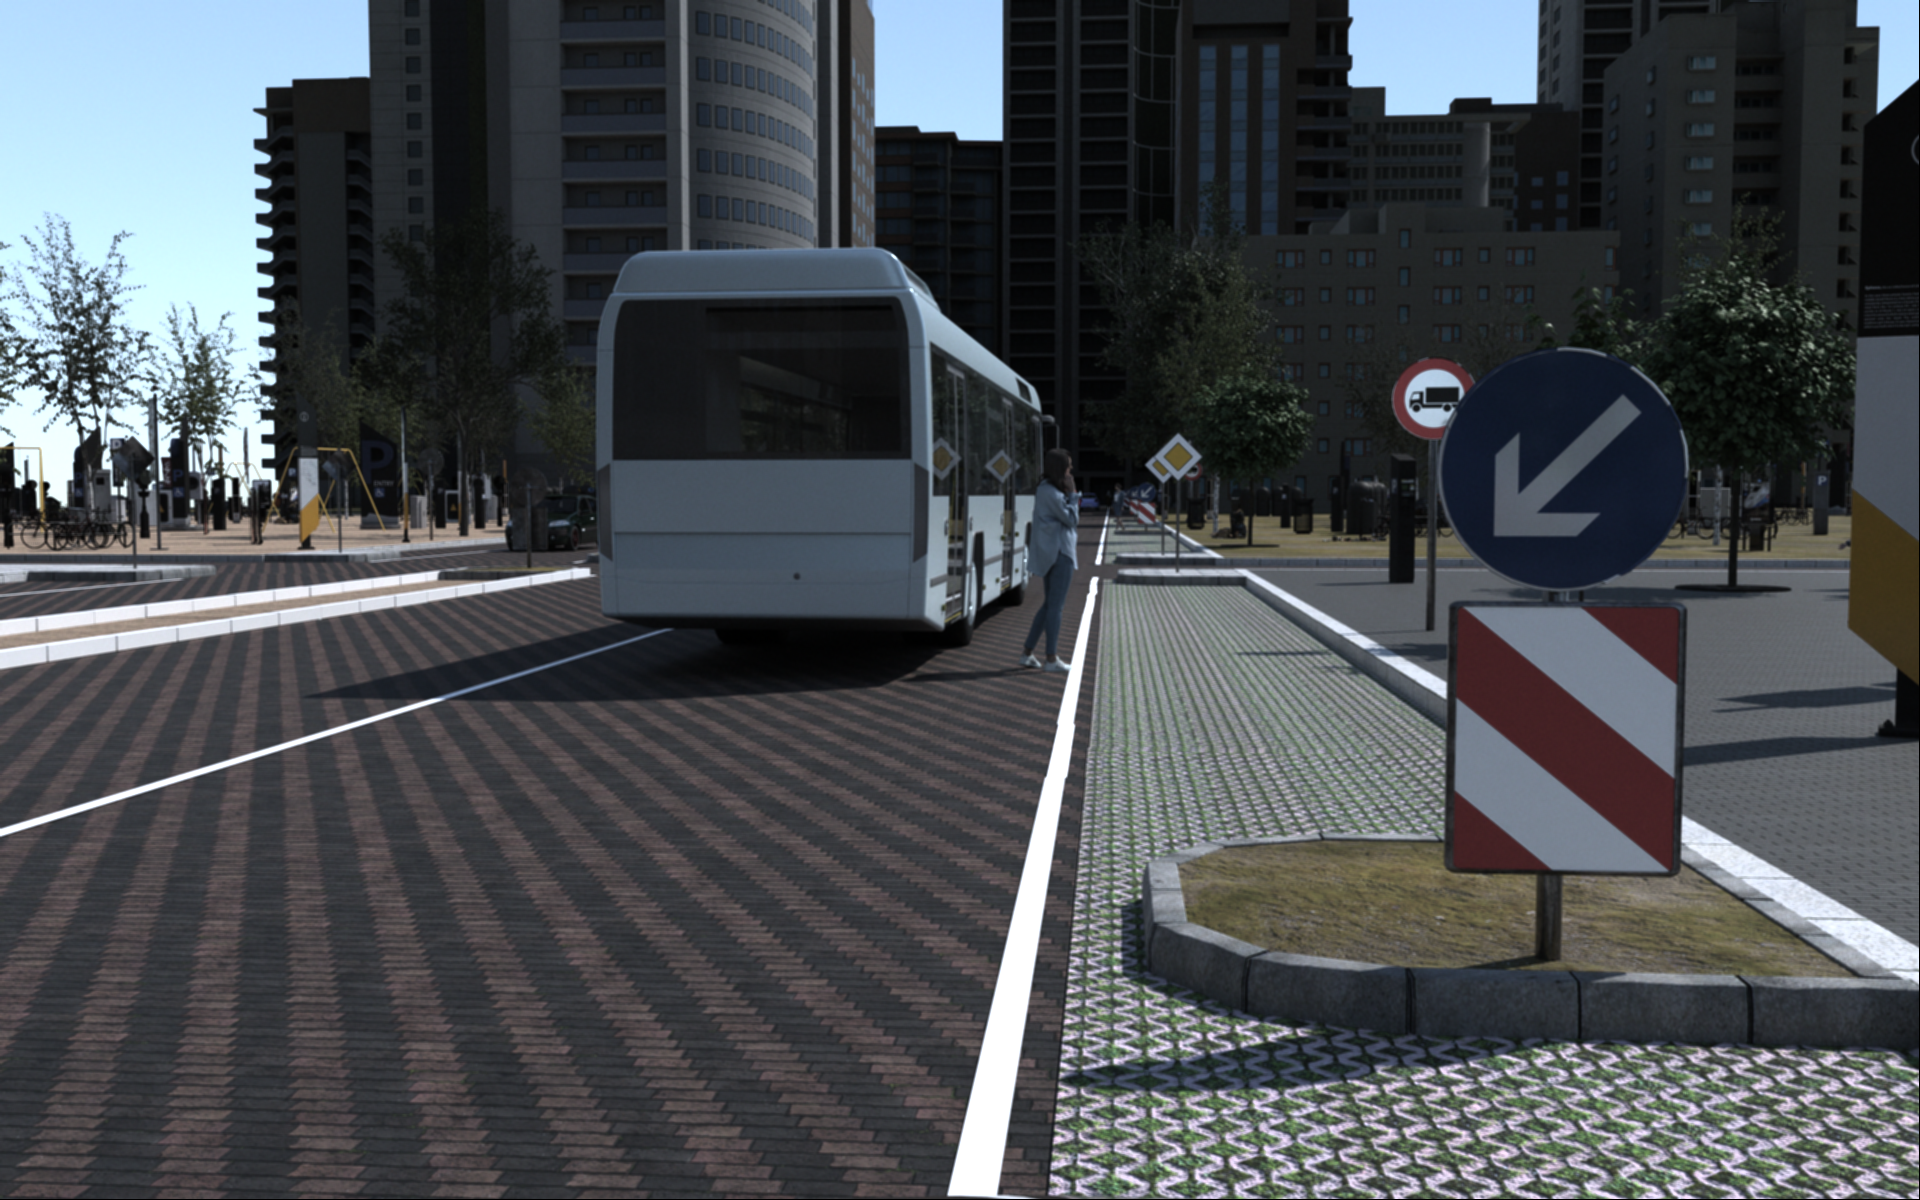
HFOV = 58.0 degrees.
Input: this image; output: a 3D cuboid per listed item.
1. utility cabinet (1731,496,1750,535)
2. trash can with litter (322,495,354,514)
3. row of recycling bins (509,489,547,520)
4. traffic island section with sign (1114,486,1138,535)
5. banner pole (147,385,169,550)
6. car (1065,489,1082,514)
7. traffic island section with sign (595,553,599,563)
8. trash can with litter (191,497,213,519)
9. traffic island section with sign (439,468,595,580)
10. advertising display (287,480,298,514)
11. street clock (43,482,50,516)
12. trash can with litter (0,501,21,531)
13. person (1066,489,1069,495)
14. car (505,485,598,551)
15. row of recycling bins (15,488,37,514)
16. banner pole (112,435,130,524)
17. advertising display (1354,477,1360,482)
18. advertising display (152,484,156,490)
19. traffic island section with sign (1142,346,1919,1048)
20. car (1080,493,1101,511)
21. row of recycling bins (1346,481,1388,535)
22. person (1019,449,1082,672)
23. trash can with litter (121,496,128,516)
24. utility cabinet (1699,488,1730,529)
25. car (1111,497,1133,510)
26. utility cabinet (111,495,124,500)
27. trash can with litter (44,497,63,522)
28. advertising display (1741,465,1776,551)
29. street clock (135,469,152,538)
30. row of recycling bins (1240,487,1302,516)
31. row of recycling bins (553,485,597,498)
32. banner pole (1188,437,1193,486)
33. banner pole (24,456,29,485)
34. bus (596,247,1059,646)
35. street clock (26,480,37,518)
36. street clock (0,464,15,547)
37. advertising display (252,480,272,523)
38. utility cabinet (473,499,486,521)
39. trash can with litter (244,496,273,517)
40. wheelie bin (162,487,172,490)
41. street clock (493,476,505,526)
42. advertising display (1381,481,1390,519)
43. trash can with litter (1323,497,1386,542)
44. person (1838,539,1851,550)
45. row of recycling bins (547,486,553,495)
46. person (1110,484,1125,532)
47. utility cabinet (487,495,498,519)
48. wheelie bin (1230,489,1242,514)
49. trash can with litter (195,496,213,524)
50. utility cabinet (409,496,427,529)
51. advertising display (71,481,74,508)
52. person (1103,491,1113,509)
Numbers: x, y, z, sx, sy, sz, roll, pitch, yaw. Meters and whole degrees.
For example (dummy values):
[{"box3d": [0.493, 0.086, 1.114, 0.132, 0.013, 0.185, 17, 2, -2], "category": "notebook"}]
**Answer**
[{"box3d": [24.561, -2.639, 54.303, 1.020, 1.237, 0.306, -3, 4, -37], "category": "utility cabinet"}, {"box3d": [-40.315, -6.162, 111.801, 2.233, 1.210, 1.678, 0, 4, -5], "category": "trash can with litter"}, {"box3d": [-14.968, -3.214, 59.660, 1.069, 1.692, 3.534, -1, 4, -17], "category": "row of recycling bins"}, {"box3d": [6.436, -3.198, 60.918, 1.989, 1.847, 2.006, 0, 4, 5], "category": "traffic island section with sign"}, {"box3d": [-18.600, -3.056, 39.986, 0.401, 3.779, 0.863, -3, 5, -39], "category": "banner pole"}, {"box3d": [7.629, -7.081, 124.451, 2.281, 1.827, 5.304, 0, 4, 3], "category": "car"}, {"box3d": [-6.895, -1.759, 36.902, 2.006, 1.907, 1.989, 0, 4, 5], "category": "traffic island section with sign"}, {"box3d": [-38.617, -4.716, 88.166, 1.678, 1.210, 2.233, 0, 4, -3], "category": "trash can with litter"}, {"box3d": [-7.550, -1.308, 29.523, 2.006, 1.907, 1.989, 0, 4, 5], "category": "traffic island section with sign"}, {"box3d": [-31.527, -4.687, 81.853, 0.123, 1.923, 0.974, 0, 4, 0], "category": "advertising display"}, {"box3d": [-53.306, -5.895, 100.957, 0.471, 2.002, 0.358, 0, 4, 8], "category": "street clock"}, {"box3d": [-34.311, -3.086, 61.516, 1.678, 1.210, 2.233, -2, 4, -31], "category": "trash can with litter"}, {"box3d": [5.893, -5.259, 94.587, 0.391, 1.810, 0.635, -1, 4, -18], "category": "person"}, {"box3d": [-10.366, -2.141, 44.792, 2.009, 1.686, 4.222, 0, 4, 6], "category": "car"}, {"box3d": [-59.645, -6.216, 108.749, 1.069, 1.692, 3.534, 2, 4, 24], "category": "row of recycling bins"}, {"box3d": [-35.535, -5.103, 73.456, 0.401, 3.779, 0.863, 3, 5, 41], "category": "banner pole"}, {"box3d": [15.021, -3.690, 65.550, 0.123, 1.923, 0.974, 0, 4, 8], "category": "advertising display"}, {"box3d": [-49.732, -6.270, 107.725, 0.974, 1.923, 0.123, 0, 4, 4], "category": "advertising display"}, {"box3d": [1.587, 0.193, 5.467, 1.989, 1.847, 2.006, 0, 4, 5], "category": "traffic island section with sign"}, {"box3d": [11.346, -8.699, 151.812, 1.945, 1.707, 3.694, 0, 4, 7], "category": "car"}, {"box3d": [13.235, -2.995, 56.080, 1.069, 1.692, 3.534, 1, 4, 23], "category": "row of recycling bins"}, {"box3d": [0.725, -0.320, 14.003, 0.793, 1.790, 0.793, -3, 5, -43], "category": "person"}, {"box3d": [-48.624, -5.553, 101.851, 2.233, 1.210, 1.678, -1, 4, -22], "category": "trash can with litter"}, {"box3d": [27.646, -3.356, 63.556, 1.173, 1.500, 0.318, 3, 5, 42], "category": "utility cabinet"}, {"box3d": [14.205, -8.515, 151.806, 1.945, 1.354, 3.894, 0, 4, 5], "category": "car"}, {"box3d": [-51.093, -5.718, 104.656, 1.020, 1.237, 0.306, 0, 4, -1], "category": "utility cabinet"}, {"box3d": [-40.328, -4.030, 77.283, 0.624, 1.170, 1.055, 1, 4, 19], "category": "trash can with litter"}, {"box3d": [18.070, -2.081, 39.233, 0.123, 1.923, 0.974, -1, 4, -13], "category": "advertising display"}, {"box3d": [-23.732, -2.802, 50.375, 0.358, 2.002, 0.471, 2, 4, 24], "category": "street clock"}, {"box3d": [17.997, -5.688, 100.119, 3.534, 1.692, 1.069, 0, 4, 5], "category": "row of recycling bins"}, {"box3d": [-16.729, -4.402, 79.082, 1.069, 1.692, 3.534, 3, 4, 36], "category": "row of recycling bins"}, {"box3d": [9.116, -4.797, 68.447, 0.401, 3.779, 0.863, 1, 4, 21], "category": "banner pole"}, {"box3d": [-60.475, -7.478, 112.284, 0.401, 3.779, 0.863, -1, 4, -9], "category": "banner pole"}, {"box3d": [-0.722, -1.514, 19.618, 2.948, 3.499, 13.247, 0, 4, 7], "category": "bus"}, {"box3d": [-47.192, -5.108, 88.083, 0.471, 2.002, 0.358, -3, 5, -44], "category": "street clock"}, {"box3d": [-23.128, -2.293, 42.064, 0.358, 2.002, 0.471, -1, 4, -21], "category": "street clock"}, {"box3d": [-31.278, -4.429, 77.630, 0.974, 1.923, 0.123, 1, 4, 20], "category": "advertising display"}, {"box3d": [-22.614, -4.455, 81.520, 0.318, 1.500, 1.173, -2, 4, -29], "category": "utility cabinet"}, {"box3d": [-40.241, -5.411, 99.531, 2.233, 1.210, 1.678, -1, 4, -22], "category": "trash can with litter"}, {"box3d": [-36.534, -4.410, 80.005, 0.693, 1.594, 0.980, 1, 4, 21], "category": "wheelie bin"}, {"box3d": [-18.235, -3.915, 68.581, 0.471, 2.002, 0.358, -1, 4, -18], "category": "street clock"}, {"box3d": [21.468, -5.061, 87.956, 0.974, 1.923, 0.123, -3, 4, -38], "category": "advertising display"}, {"box3d": [10.782, -2.222, 47.389, 2.233, 1.210, 1.678, -1, 4, -20], "category": "trash can with litter"}, {"box3d": [16.922, -1.103, 32.027, 0.738, 1.151, 1.012, -3, 4, -36], "category": "person"}, {"box3d": [-21.671, -5.254, 93.017, 1.069, 1.692, 3.534, 1, 4, 10], "category": "row of recycling bins"}, {"box3d": [5.929, -3.417, 64.395, 0.654, 1.822, 0.581, -2, 4, -28], "category": "person"}, {"box3d": [-23.830, -4.697, 87.951, 0.306, 1.237, 1.020, -3, 5, -42], "category": "utility cabinet"}, {"box3d": [16.413, -5.780, 102.404, 0.980, 1.594, 0.693, 3, 5, 40], "category": "wheelie bin"}, {"box3d": [-31.729, -3.777, 73.147, 1.055, 1.170, 0.624, -2, 4, -28], "category": "trash can with litter"}, {"box3d": [-20.191, -3.268, 64.600, 0.306, 1.237, 1.020, 0, 4, 2], "category": "utility cabinet"}, {"box3d": [-42.250, -4.756, 82.975, 0.974, 1.923, 0.123, 2, 4, 33], "category": "advertising display"}, {"box3d": [13.847, -9.349, 162.080, 1.217, 1.736, 0.721, -3, 4, -37], "category": "person"}]
